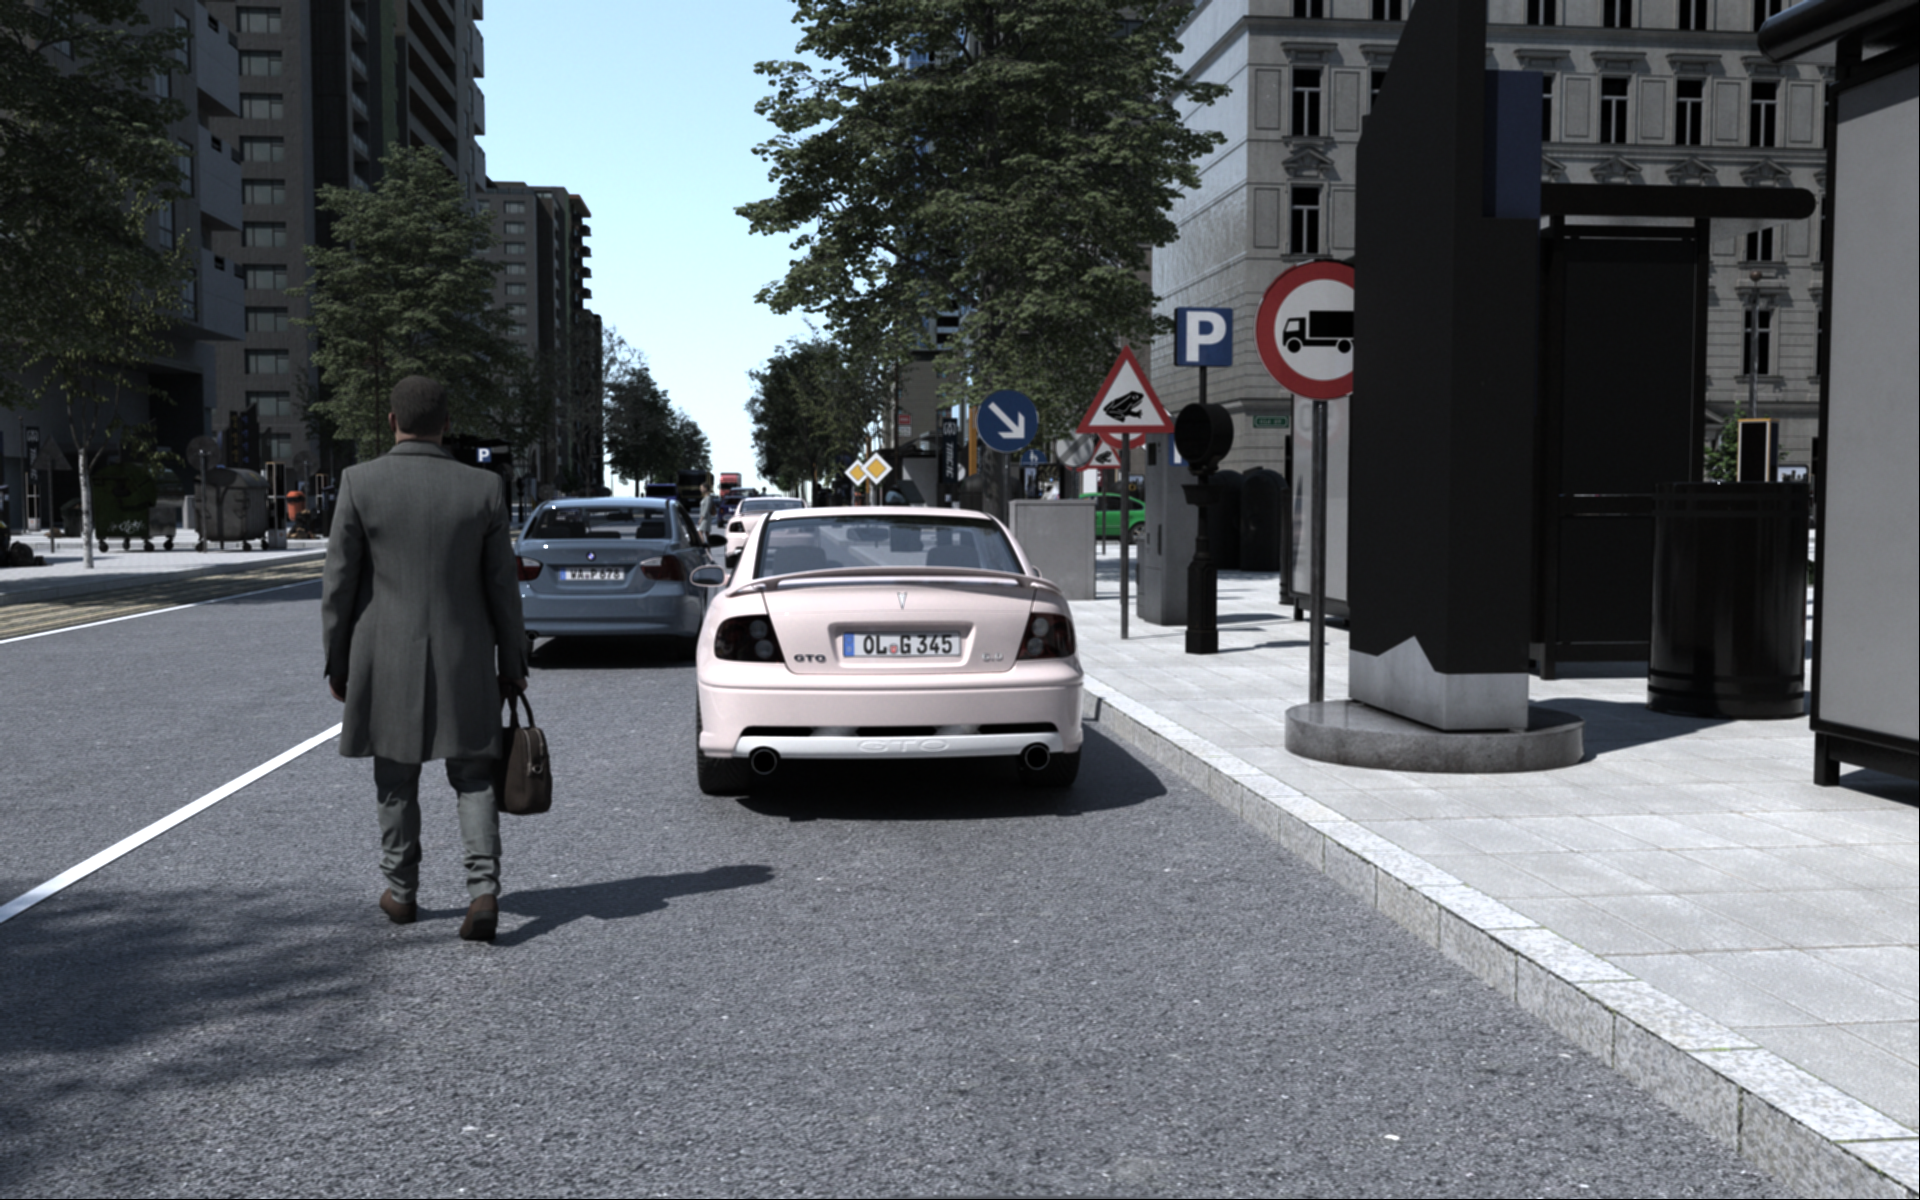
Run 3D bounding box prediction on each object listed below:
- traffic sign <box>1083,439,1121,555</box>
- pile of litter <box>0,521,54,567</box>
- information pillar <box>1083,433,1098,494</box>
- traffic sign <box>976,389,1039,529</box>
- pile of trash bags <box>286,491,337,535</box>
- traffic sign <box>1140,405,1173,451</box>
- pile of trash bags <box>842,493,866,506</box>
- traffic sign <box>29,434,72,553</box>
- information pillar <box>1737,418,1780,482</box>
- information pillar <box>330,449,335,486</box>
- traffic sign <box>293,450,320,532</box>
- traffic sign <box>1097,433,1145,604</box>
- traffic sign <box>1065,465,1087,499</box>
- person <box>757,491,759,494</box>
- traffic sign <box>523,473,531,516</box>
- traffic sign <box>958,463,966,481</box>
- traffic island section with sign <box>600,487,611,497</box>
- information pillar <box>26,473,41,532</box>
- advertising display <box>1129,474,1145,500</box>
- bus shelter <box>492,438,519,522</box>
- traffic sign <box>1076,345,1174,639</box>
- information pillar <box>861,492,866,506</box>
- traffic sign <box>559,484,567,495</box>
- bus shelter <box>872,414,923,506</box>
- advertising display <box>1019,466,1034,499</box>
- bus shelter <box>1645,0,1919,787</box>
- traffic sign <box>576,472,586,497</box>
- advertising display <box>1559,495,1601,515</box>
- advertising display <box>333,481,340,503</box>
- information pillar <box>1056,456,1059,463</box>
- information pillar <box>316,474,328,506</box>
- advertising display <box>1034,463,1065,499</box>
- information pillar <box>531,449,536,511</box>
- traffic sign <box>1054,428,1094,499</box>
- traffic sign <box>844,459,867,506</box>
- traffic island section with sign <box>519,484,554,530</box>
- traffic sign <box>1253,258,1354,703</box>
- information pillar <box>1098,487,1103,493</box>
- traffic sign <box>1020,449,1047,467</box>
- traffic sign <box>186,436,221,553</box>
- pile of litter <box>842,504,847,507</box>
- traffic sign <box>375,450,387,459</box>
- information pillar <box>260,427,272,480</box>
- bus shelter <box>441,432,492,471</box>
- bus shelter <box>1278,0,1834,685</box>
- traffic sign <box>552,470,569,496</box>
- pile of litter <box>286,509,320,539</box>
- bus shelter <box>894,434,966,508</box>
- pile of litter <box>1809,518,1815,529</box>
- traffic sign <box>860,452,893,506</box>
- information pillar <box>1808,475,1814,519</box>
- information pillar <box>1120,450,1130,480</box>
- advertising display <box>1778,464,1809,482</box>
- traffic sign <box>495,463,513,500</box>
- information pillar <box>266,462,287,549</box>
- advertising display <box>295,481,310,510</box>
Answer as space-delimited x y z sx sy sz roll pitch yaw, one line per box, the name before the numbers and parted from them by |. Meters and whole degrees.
traffic sign | 3.033 -2.228 36.438 0.884 2.594 0.081 0 4 0
pile of litter | -17.056 -1.019 30.634 1.719 0.858 1.176 -1 4 -10
information pillar | 4.083 -3.832 54.004 0.504 3.616 0.183 2 4 30
traffic sign | 0.579 -1.291 21.213 0.768 2.556 0.104 0 4 3
pile of trash bags | -19.964 -2.758 54.839 1.912 1.369 3.447 1 4 22
traffic sign | 2.515 -1.269 21.932 0.795 2.450 0.064 0 4 -5
pile of trash bags | -4.734 -4.255 79.315 1.912 1.369 3.447 0 4 -3
traffic sign | -19.770 -2.304 37.667 0.884 2.594 0.081 0 4 -5
information pillar | 7.833 -0.768 17.042 0.304 2.012 0.304 3 5 41
information pillar | -32.368 -5.996 89.394 0.183 3.616 0.504 -2 4 -34
traffic sign | -19.055 -3.083 50.507 0.768 2.556 0.104 0 4 -4
traffic sign | 1.905 -1.222 20.092 0.768 2.556 0.104 0 4 -6
traffic sign | 2.724 -2.451 40.172 0.768 2.556 0.104 0 4 -1
person | -27.211 -13.776 233.364 1.348 1.869 0.705 2 4 23
traffic sign | -25.660 -6.306 103.204 0.768 2.556 0.104 0 4 -5
traffic sign | -0.158 -4.306 70.516 0.768 2.556 0.104 0 4 -2
traffic island section with sign | -19.824 -5.409 97.070 1.989 1.847 2.006 0 4 -6
information pillar | -31.642 -3.343 59.147 0.304 2.012 0.304 0 4 -2
advertising display | 5.713 -3.164 56.950 0.974 1.923 0.123 -3 5 -45
bus shelter | -20.524 -5.159 75.631 1.731 3.624 6.357 0 4 -7
traffic sign | 1.455 -0.932 15.244 0.884 2.594 0.081 0 4 0
information pillar | -5.544 -5.745 98.429 0.304 2.012 0.304 1 4 9
traffic sign | -23.403 -6.304 103.068 0.884 2.594 0.081 0 4 -4
bus shelter | -3.204 -6.514 84.140 2.179 5.291 8.768 0 4 -7
advertising display | 1.562 -2.099 39.527 0.123 1.923 0.974 1 4 20
bus shelter | 4.730 -1.744 6.144 2.179 5.291 8.768 0 4 -7
traffic sign | -22.757 -6.320 103.337 0.884 2.594 0.081 0 4 -4
advertising display | 13.301 -1.955 37.177 0.974 1.923 0.123 3 5 40
advertising display | -31.355 -5.053 87.826 0.123 1.923 0.974 2 4 30
information pillar | 5.255 -6.254 93.599 0.183 3.616 0.504 -1 4 -11
information pillar | -23.892 -3.697 64.938 0.304 2.012 0.304 1 4 21
advertising display | 1.916 -1.915 36.521 0.123 1.923 0.974 -2 4 -26
information pillar | -22.281 -6.066 90.535 0.183 3.616 0.504 -3 4 -36
traffic sign | 2.192 -2.028 33.265 0.768 2.556 0.104 0 4 -1
traffic sign | -2.895 -2.781 49.113 0.795 2.450 0.064 0 4 -6
traffic island section with sign | -16.747 -3.762 70.133 1.989 1.847 2.006 0 4 -6
traffic sign | 1.967 -0.573 9.483 0.768 2.556 0.104 0 4 -4
information pillar | 5.924 -4.283 74.513 0.304 2.012 0.304 -2 4 -32
traffic sign | 2.071 -2.973 48.720 0.768 2.556 0.104 0 4 -1
traffic sign | -16.487 -2.302 37.749 0.768 2.556 0.104 0 4 3
pile of litter | -5.121 -3.833 76.631 1.719 0.858 1.176 1 4 13
traffic sign | -13.263 -2.219 39.917 0.795 2.450 0.064 0 4 -6
information pillar | -23.983 -4.195 59.948 0.183 3.616 0.504 1 4 17
bus shelter | -20.048 -4.730 68.615 1.731 3.624 6.357 0 4 -7
bus shelter | 4.342 -2.352 16.087 2.179 5.291 8.768 0 4 -6
traffic sign | -21.292 -5.645 92.299 0.884 2.594 0.081 0 4 1
pile of litter | -18.909 -2.165 49.370 1.176 0.858 1.719 -3 5 -42
bus shelter | -1.110 -4.124 61.350 2.014 3.302 5.546 0 4 -7
pile of litter | 31.003 -3.033 63.558 1.176 0.858 1.719 -1 4 -12
traffic sign | -1.989 -2.296 41.179 0.795 2.450 0.064 0 4 -6
information pillar | 31.952 -3.718 65.286 0.304 2.012 0.304 -2 4 -33
information pillar | 6.229 -4.542 65.611 0.183 3.616 0.504 -3 5 -40
advertising display | 17.955 -1.982 37.625 0.974 1.923 0.123 -1 4 -13
traffic sign | -18.780 -4.357 71.347 0.768 2.556 0.104 0 4 1
information pillar | -15.905 -2.191 40.314 0.304 2.012 0.304 2 4 33
advertising display | -31.682 -4.788 83.497 0.123 1.923 0.974 1 4 13
